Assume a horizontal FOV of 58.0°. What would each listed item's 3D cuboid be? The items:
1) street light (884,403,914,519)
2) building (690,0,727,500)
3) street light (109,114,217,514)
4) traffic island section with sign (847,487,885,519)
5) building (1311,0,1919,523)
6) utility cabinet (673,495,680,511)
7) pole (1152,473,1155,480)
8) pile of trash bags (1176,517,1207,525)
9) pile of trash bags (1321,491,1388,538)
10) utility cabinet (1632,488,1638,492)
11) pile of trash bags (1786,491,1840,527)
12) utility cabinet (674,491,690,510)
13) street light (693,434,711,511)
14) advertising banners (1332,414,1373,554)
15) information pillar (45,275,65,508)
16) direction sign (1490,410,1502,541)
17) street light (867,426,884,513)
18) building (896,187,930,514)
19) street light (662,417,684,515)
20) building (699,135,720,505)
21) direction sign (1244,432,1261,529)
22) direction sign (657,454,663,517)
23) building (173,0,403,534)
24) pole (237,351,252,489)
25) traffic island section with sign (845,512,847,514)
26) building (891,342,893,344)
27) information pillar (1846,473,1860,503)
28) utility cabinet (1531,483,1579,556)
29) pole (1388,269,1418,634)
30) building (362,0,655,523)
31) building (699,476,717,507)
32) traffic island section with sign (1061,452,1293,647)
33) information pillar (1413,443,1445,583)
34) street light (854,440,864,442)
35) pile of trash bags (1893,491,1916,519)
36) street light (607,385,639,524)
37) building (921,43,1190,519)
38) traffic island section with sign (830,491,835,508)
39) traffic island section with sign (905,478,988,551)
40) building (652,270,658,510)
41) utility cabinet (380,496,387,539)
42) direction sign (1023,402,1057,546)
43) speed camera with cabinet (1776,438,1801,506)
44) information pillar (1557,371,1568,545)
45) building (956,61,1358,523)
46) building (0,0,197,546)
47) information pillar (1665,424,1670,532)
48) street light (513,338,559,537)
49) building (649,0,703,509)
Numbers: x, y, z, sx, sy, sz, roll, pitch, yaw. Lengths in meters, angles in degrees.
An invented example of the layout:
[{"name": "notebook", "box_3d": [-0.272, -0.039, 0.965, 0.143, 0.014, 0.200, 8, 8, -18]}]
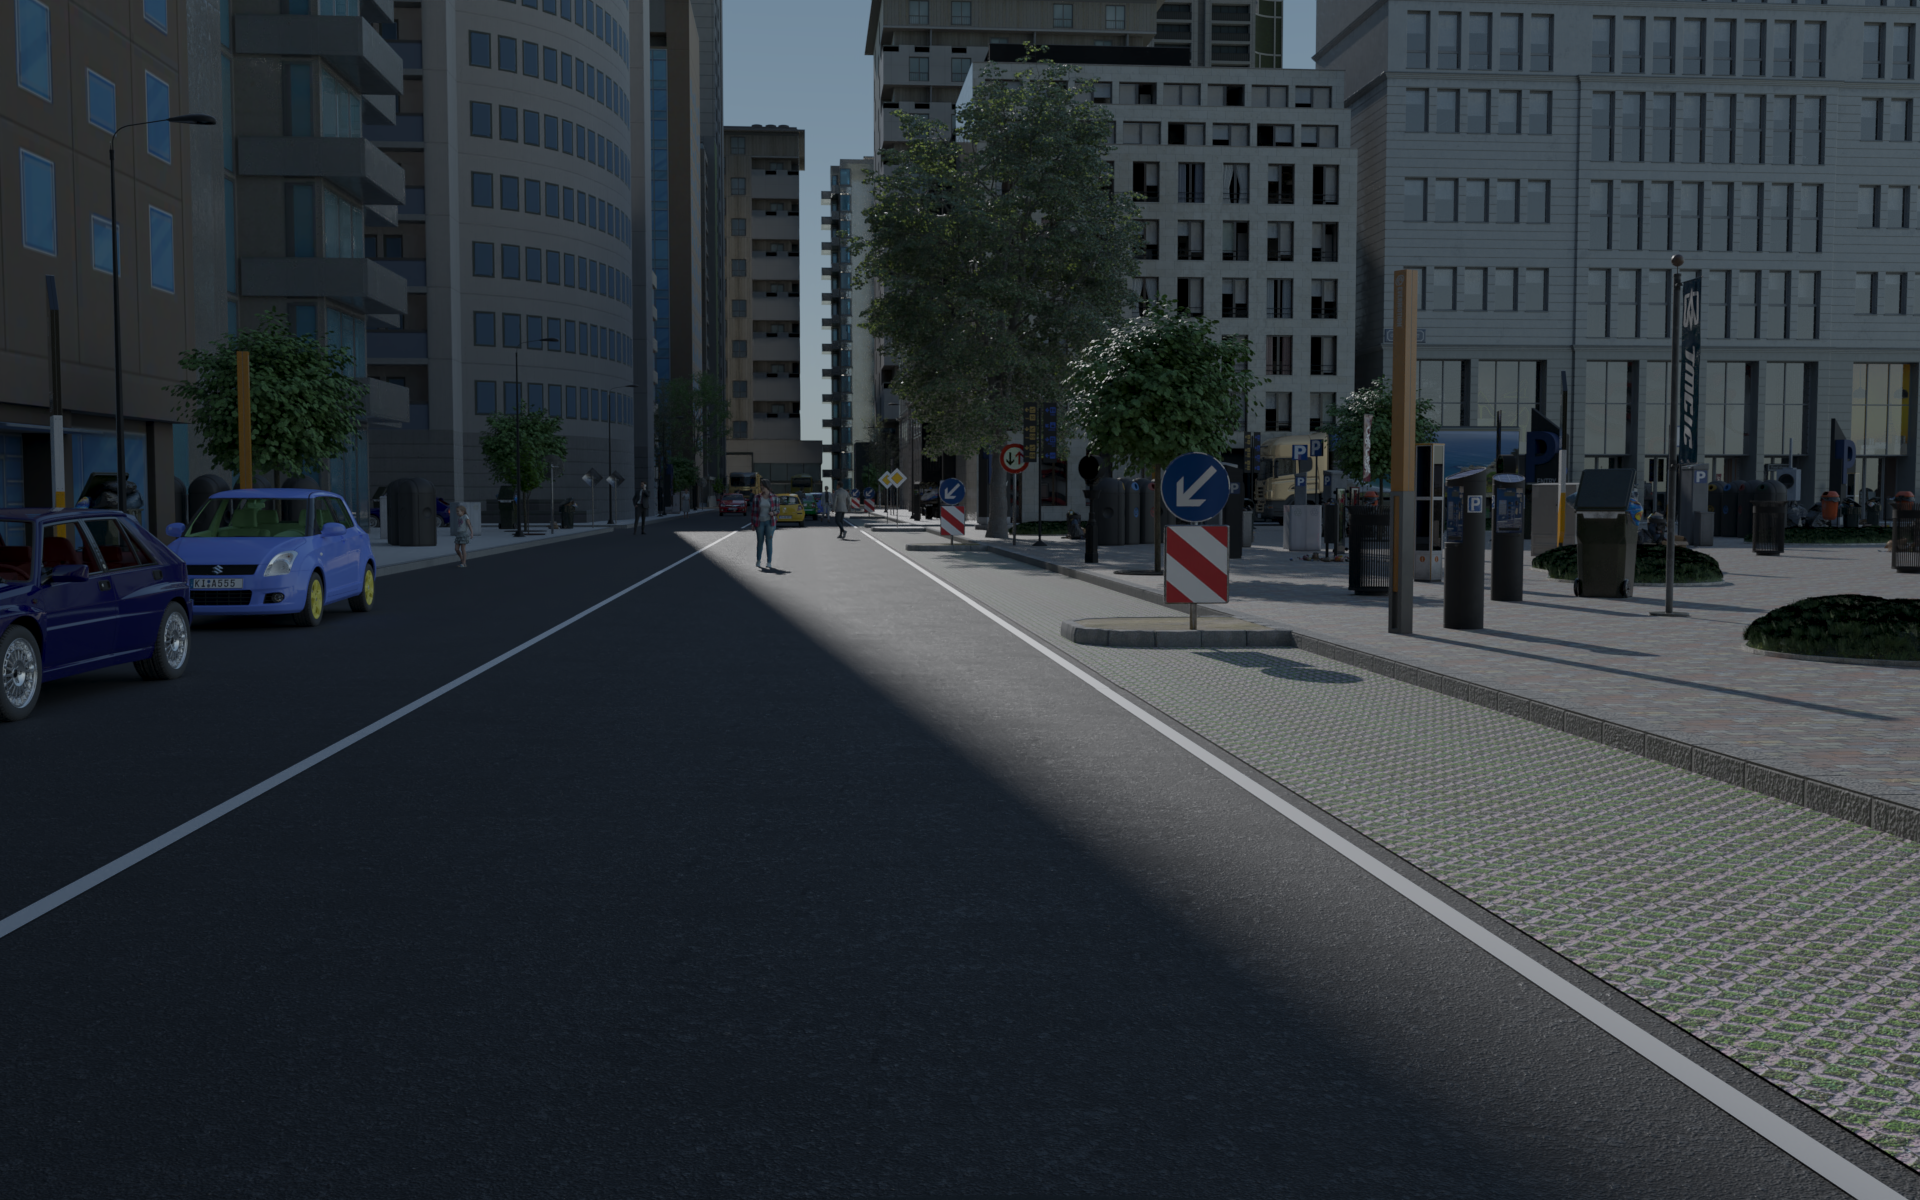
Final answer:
[{"name": "street light", "box_3d": [-2.966, -7.102, 88.655, 1.470, 5.913, 1.316, 0, 4, -5]}, {"name": "building", "box_3d": [-39.448, -47.255, 210.863, 20.611, 71.187, 20.563, 0, 4, -5]}, {"name": "street light", "box_3d": [-9.781, -2.980, 21.269, 1.470, 5.913, 1.316, 0, 4, -5]}, {"name": "traffic island section with sign", "box_3d": [-5.365, -5.574, 99.757, 1.989, 1.847, 2.006, 0, 4, -5]}, {"name": "building", "box_3d": [32.943, -18.682, 82.937, 29.804, 29.767, 11.434, 0, 4, -5]}, {"name": "utility cabinet", "box_3d": [-19.549, -6.520, 117.767, 1.020, 1.237, 0.306, -3, 5, -44]}, {"name": "pole", "box_3d": [8.522, -5.027, 76.028, 0.158, 3.312, 0.155, 0, 3, 0]}, {"name": "pile of trash bags", "box_3d": [5.962, -2.481, 50.309, 3.447, 1.369, 1.912, 0, 4, -3]}, {"name": "pile of trash bags", "box_3d": [12.131, -2.616, 52.518, 1.912, 1.369, 3.447, 2, 4, 25]}, {"name": "utility cabinet", "box_3d": [24.869, -3.459, 65.230, 1.173, 1.500, 0.318, 3, 5, 44]}, {"name": "pile of trash bags", "box_3d": [27.735, -2.872, 56.705, 1.912, 1.369, 3.447, 0, 4, -3]}, {"name": "utility cabinet", "box_3d": [-21.493, -7.655, 133.832, 1.173, 1.500, 0.318, -2, 4, -29]}, {"name": "street light", "box_3d": [-19.962, -9.874, 133.976, 1.470, 5.913, 1.316, 0, 4, -5]}, {"name": "advertising banners", "box_3d": [8.513, -2.521, 37.412, 0.090, 3.025, 2.074, 2, 4, 35]}, {"name": "information pillar", "box_3d": [-9.612, -1.656, 18.432, 0.183, 3.616, 0.504, -2, 4, -32]}, {"name": "direction sign", "box_3d": [14.618, -3.368, 47.057, 0.379, 3.537, 0.876, 1, 4, 11]}, {"name": "street light", "box_3d": [-5.648, -8.951, 118.895, 1.470, 5.913, 1.316, 0, 4, -5]}, {"name": "building", "box_3d": [3.092, -16.634, 113.761, 13.314, 21.916, 24.055, 0, 4, -5]}, {"name": "street light", "box_3d": [-17.195, -8.025, 103.744, 1.470, 5.913, 1.316, 0, 4, -5]}, {"name": "building", "box_3d": [-34.211, -31.105, 192.157, 14.154, 41.232, 14.086, 0, 4, -5]}, {"name": "direction sign", "box_3d": [10.623, -4.344, 63.021, 0.876, 3.537, 0.379, -3, 5, -40]}, {"name": "direction sign", "box_3d": [-16.981, -6.481, 97.965, 0.379, 3.537, 0.876, 0, 4, -1]}, {"name": "building", "box_3d": [-32.553, -26.243, 48.679, 30.456, 49.044, 23.786, 0, 4, -5]}, {"name": "pole", "box_3d": [-10.263, -1.898, 24.884, 0.158, 3.312, 0.155, 0, 3, 0]}, {"name": "traffic island section with sign", "box_3d": [-7.787, -7.231, 126.856, 1.989, 1.847, 2.006, 0, 4, -5]}, {"name": "building", "box_3d": [1.627, -18.132, 138.257, 13.314, 21.916, 24.055, 0, 4, -5]}, {"name": "information pillar", "box_3d": [30.935, -3.397, 60.038, 0.304, 2.012, 0.304, -3, 4, -37]}, {"name": "utility cabinet", "box_3d": [11.949, -1.585, 34.598, 0.318, 1.500, 1.173, -2, 4, -26]}, {"name": "pole", "box_3d": [4.061, -1.347, 15.872, 0.158, 3.312, 0.155, 0, 3, 0]}, {"name": "building", "box_3d": [-27.169, -33.230, 85.303, 21.231, 58.520, 28.212, 0, 4, -5]}, {"name": "building", "box_3d": [-41.011, -29.391, 172.426, 32.217, 40.220, 23.993, 0, 4, -5]}, {"name": "traffic island section with sign", "box_3d": [2.040, -0.514, 17.038, 1.989, 1.847, 2.006, 0, 4, -5]}, {"name": "information pillar", "box_3d": [6.836, -1.270, 25.252, 0.304, 2.012, 0.304, -3, 5, -41]}, {"name": "street light", "box_3d": [-8.404, -10.800, 149.128, 1.470, 5.913, 1.316, 0, 4, -5]}, {"name": "pile of trash bags", "box_3d": [53.024, -5.419, 98.361, 1.912, 1.369, 3.447, 1, 4, 13]}, {"name": "street light", "box_3d": [-14.315, -6.176, 73.523, 1.470, 5.913, 1.316, 0, 4, -5]}, {"name": "building", "box_3d": [4.570, -16.158, 93.861, 12.332, 23.373, 15.834, 0, 4, -5]}, {"name": "traffic island section with sign", "box_3d": [-12.173, -10.222, 175.750, 1.989, 1.847, 2.006, 0, 4, -5]}, {"name": "traffic island section with sign", "box_3d": [-0.368, -2.156, 43.886, 1.989, 1.847, 2.006, 0, 4, -5]}, {"name": "building", "box_3d": [-36.541, -16.954, 122.229, 27.650, 21.520, 28.899, 0, 4, -5]}, {"name": "utility cabinet", "box_3d": [-15.962, -2.333, 49.299, 1.020, 1.237, 0.306, -1, 4, -13]}, {"name": "direction sign", "box_3d": [1.972, -3.102, 42.719, 0.876, 3.537, 0.379, -1, 4, -20]}, {"name": "speed camera with cabinet", "box_3d": [28.707, -4.111, 61.554, 2.038, 3.252, 0.660, 3, 5, 41]}, {"name": "information pillar", "box_3d": [11.382, -2.530, 32.720, 0.183, 3.616, 0.504, 1, 4, 14]}, {"name": "building", "box_3d": [8.642, -13.830, 80.868, 16.860, 20.320, 10.420, 0, 4, -5]}, {"name": "building", "box_3d": [-21.717, -23.006, 26.267, 14.600, 45.320, 14.200, 0, 4, -5]}, {"name": "information pillar", "box_3d": [23.879, -4.084, 58.132, 0.183, 3.616, 0.504, 0, 4, 2]}, {"name": "street light", "box_3d": [-12.598, -4.829, 51.496, 1.470, 5.913, 1.316, 0, 4, -5]}, {"name": "building", "box_3d": [-30.381, -30.810, 153.857, 14.600, 45.320, 14.200, 0, 4, -5]}]
